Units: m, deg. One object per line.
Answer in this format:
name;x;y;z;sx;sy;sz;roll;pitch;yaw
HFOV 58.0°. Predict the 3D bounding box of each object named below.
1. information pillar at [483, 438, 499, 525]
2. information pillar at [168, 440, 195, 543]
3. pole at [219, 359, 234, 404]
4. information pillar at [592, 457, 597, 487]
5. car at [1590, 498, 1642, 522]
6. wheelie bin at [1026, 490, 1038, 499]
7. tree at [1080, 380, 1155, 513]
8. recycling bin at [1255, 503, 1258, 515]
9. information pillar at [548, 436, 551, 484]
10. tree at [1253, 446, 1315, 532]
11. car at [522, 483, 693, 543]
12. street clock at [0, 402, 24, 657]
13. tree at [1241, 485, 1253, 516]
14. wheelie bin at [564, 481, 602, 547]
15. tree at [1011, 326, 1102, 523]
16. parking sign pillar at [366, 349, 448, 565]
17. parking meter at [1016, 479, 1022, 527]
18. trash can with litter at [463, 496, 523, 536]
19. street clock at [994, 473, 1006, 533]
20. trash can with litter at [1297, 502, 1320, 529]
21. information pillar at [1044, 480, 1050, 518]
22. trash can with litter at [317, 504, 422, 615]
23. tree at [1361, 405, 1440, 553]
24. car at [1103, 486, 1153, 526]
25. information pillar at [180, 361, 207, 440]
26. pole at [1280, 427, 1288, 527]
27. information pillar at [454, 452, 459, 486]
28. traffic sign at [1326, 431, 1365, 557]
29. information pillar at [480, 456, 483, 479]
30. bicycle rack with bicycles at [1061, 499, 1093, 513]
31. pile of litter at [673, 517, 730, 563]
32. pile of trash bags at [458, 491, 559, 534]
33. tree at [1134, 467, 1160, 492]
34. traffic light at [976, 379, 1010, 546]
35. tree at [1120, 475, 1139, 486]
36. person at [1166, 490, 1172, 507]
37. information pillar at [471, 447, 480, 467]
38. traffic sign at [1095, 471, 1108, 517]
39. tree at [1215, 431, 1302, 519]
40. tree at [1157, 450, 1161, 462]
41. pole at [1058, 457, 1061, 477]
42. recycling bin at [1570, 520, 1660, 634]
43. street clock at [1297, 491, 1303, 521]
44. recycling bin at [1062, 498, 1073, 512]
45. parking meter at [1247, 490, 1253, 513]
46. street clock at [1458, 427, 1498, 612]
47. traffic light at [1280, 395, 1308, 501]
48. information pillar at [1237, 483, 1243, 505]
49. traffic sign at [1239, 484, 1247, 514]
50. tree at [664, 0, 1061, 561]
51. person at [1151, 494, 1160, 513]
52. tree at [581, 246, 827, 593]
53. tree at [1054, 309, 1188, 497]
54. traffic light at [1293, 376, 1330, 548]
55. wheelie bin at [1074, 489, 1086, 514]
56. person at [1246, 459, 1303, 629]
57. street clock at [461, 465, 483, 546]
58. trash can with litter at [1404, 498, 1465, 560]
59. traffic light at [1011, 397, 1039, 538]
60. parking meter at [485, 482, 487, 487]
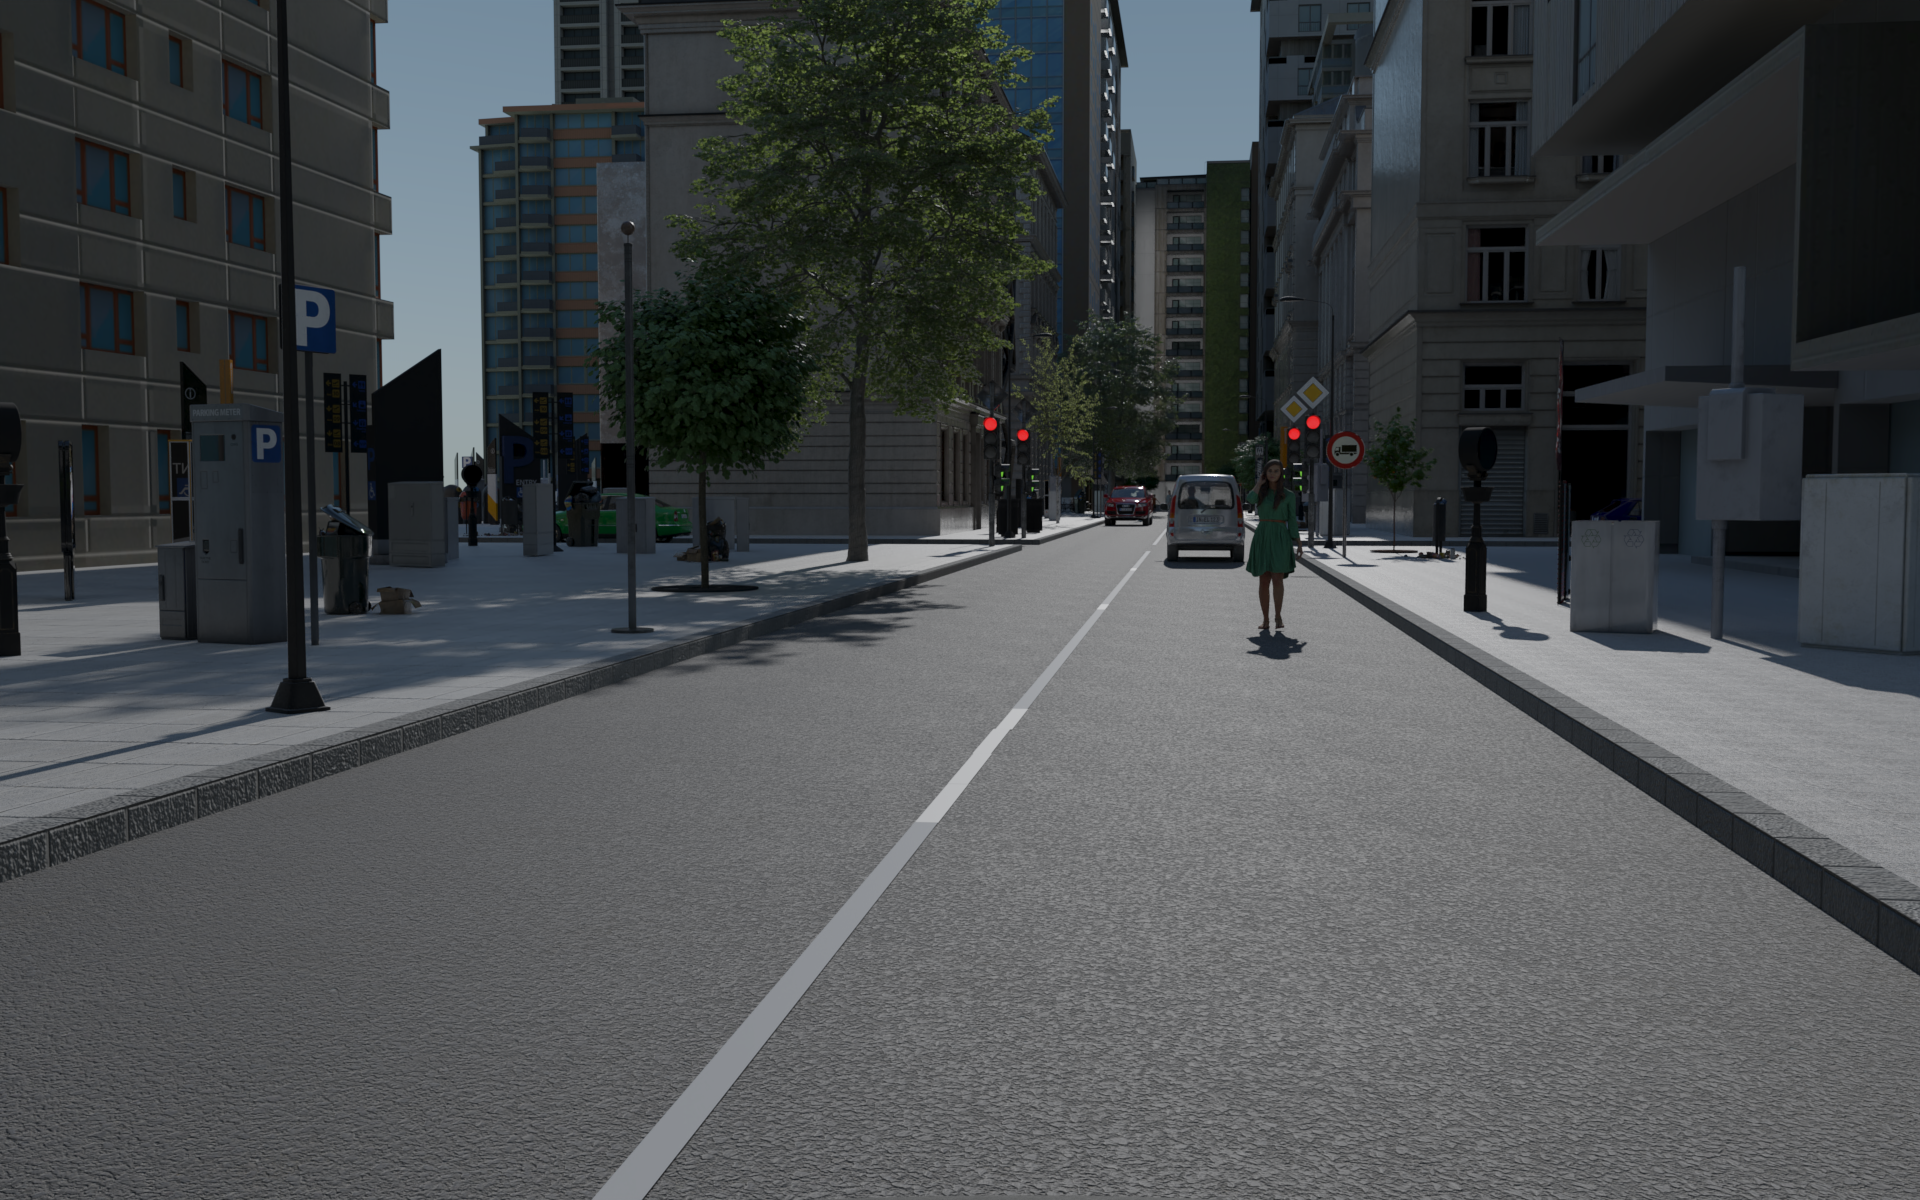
information pillar;-19.437;-4.934;72.027;0.504;3.616;0.183;2;4;32
information pillar;-10.529;-1.167;23.576;0.304;2.012;0.304;0;4;4
pole;-11.128;-1.989;26.356;0.158;3.312;0.155;0;3;0
information pillar;-23.304;-7.281;110.406;0.183;3.616;0.504;-3;5;-40
car;18.117;-1.926;44.070;3.894;1.354;1.945;1;4;9
wheelie bin;3.047;-4.131;75.451;0.693;1.594;0.980;-1;4;-15
tree;9.442;-9.839;111.237;4.737;8.622;4.395;0;3;0
recycling bin;18.411;-5.672;105.298;0.722;1.027;0.722;3;5;43
information pillar;-16.435;-4.768;69.307;0.183;3.616;0.504;-1;4;-14
tree;11.299;-3.967;59.455;1.663;3.219;1.824;0;3;0
car;-9.886;-2.427;48.480;4.718;1.807;1.959;0;4;7
street clock;-7.581;-0.558;13.688;0.358;2.002;0.471;-3;5;-43
tree;17.181;-6.548;101.666;1.663;3.219;1.824;0;3;0
wheelie bin;-9.163;-2.102;42.275;0.693;1.594;0.980;2;4;35
tree;4.255;-7.631;75.132;4.360;8.622;3.978;0;3;0
parking sign pillar;-10.209;-2.655;31.875;1.447;3.967;1.447;-3;5;-41
parking meter;2.346;-3.724;66.594;0.255;1.863;0.399;3;5;42
trash can with litter;-14.277;-2.583;53.282;2.233;1.210;1.678;-2;4;-35
street clock;1.308;-3.257;57.815;0.471;2.002;0.358;-1;4;-8
trash can with litter;12.931;-3.241;64.373;1.055;1.170;0.624;-3;4;-36
information pillar;4.645;-5.319;91.459;0.304;2.012;0.304;2;4;30
trash can with litter;-6.345;-0.441;18.603;1.055;1.170;0.624;0;4;-5
tree;9.638;-2.643;37.821;1.663;3.219;1.824;0;3;0
car;7.818;-4.363;80.012;2.281;1.827;5.304;1;4;9
information pillar;-13.610;-2.413;30.808;0.183;3.616;0.504;2;4;31
pole;9.781;-3.579;52.367;0.158;3.312;0.155;0;3;0
information pillar;-28.401;-6.507;97.749;0.183;3.616;0.504;-2;4;-33
traffic sign;7.794;-2.137;35.052;0.768;2.556;0.104;1;4;13
information pillar;-26.727;-6.428;96.458;0.504;3.616;0.183;1;4;18
bicycle rack with bicycles;7.706;-6.424;118.415;2.925;0.926;2.852;-1;4;-11
pile of litter;-4.940;-1.176;33.194;1.176;0.858;1.719;1;4;10
pile of trash bags;-14.421;-2.814;55.758;3.447;1.369;1.912;0;4;0
tree;20.724;-12.748;192.141;4.285;4.588;4.351;0;3;0
traffic light;0.798;-3.271;42.402;0.839;4.253;0.868;0;4;8
tree;17.151;-10.842;171.874;1.663;3.219;1.824;0;3;0
person;14.049;-6.533;116.311;0.522;1.701;0.512;-3;5;-45
information pillar;-24.343;-5.826;86.615;0.183;3.616;0.504;-2;4;-30
traffic sign;7.692;-5.797;94.778;0.884;2.594;0.081;1;4;11
tree;16.248;-6.742;93.940;4.285;4.588;4.351;0;3;0
tree;19.117;-14.088;180.707;4.737;8.622;4.395;0;3;0
pole;5.496;-6.236;95.795;0.158;3.312;0.155;0;3;0
recycling bin;6.152;-0.227;16.265;0.722;1.027;0.722;2;4;26
street clock;16.345;-4.798;83.011;0.358;2.002;0.471;3;4;36
recycling bin;7.747;-6.874;124.945;0.722;1.027;0.722;1;4;13
parking meter;19.448;-6.740;115.909;0.399;1.863;0.255;1;4;9
street clock;5.630;-0.874;18.868;0.358;2.002;0.471;3;5;44
traffic light;9.468;-3.693;49.302;0.839;4.253;0.868;0;4;8
information pillar;18.865;-6.862;116.691;0.304;2.012;0.304;3;5;41
traffic sign;18.144;-6.716;109.816;0.884;2.594;0.081;1;4;14
tree;-1.570;-7.007;32.694;7.486;12.596;7.792;0;3;0
person;14.614;-7.235;130.045;0.557;1.426;1.065;-2;4;-34
tree;-3.368;-2.414;23.188;4.285;4.588;4.351;0;3;0
tree;10.620;-13.034;119.763;9.857;13.997;8.962;0;3;0
traffic light;8.392;-3.209;41.389;0.839;4.253;0.868;0;4;8
wheelie bin;7.891;-6.472;113.733;0.693;1.594;0.980;-1;4;-18
person;3.311;-0.584;18.297;0.600;1.795;0.529;0;4;5
street clock;-12.038;-2.335;42.742;0.471;2.002;0.358;-2;4;-32
trash can with litter;9.844;-1.463;34.975;1.678;1.210;2.233;2;4;24
traffic light;1.874;-3.755;50.315;0.839;4.253;0.868;0;4;8
parking meter;-23.861;-4.962;86.841;0.255;1.863;0.399;-1;4;-16
